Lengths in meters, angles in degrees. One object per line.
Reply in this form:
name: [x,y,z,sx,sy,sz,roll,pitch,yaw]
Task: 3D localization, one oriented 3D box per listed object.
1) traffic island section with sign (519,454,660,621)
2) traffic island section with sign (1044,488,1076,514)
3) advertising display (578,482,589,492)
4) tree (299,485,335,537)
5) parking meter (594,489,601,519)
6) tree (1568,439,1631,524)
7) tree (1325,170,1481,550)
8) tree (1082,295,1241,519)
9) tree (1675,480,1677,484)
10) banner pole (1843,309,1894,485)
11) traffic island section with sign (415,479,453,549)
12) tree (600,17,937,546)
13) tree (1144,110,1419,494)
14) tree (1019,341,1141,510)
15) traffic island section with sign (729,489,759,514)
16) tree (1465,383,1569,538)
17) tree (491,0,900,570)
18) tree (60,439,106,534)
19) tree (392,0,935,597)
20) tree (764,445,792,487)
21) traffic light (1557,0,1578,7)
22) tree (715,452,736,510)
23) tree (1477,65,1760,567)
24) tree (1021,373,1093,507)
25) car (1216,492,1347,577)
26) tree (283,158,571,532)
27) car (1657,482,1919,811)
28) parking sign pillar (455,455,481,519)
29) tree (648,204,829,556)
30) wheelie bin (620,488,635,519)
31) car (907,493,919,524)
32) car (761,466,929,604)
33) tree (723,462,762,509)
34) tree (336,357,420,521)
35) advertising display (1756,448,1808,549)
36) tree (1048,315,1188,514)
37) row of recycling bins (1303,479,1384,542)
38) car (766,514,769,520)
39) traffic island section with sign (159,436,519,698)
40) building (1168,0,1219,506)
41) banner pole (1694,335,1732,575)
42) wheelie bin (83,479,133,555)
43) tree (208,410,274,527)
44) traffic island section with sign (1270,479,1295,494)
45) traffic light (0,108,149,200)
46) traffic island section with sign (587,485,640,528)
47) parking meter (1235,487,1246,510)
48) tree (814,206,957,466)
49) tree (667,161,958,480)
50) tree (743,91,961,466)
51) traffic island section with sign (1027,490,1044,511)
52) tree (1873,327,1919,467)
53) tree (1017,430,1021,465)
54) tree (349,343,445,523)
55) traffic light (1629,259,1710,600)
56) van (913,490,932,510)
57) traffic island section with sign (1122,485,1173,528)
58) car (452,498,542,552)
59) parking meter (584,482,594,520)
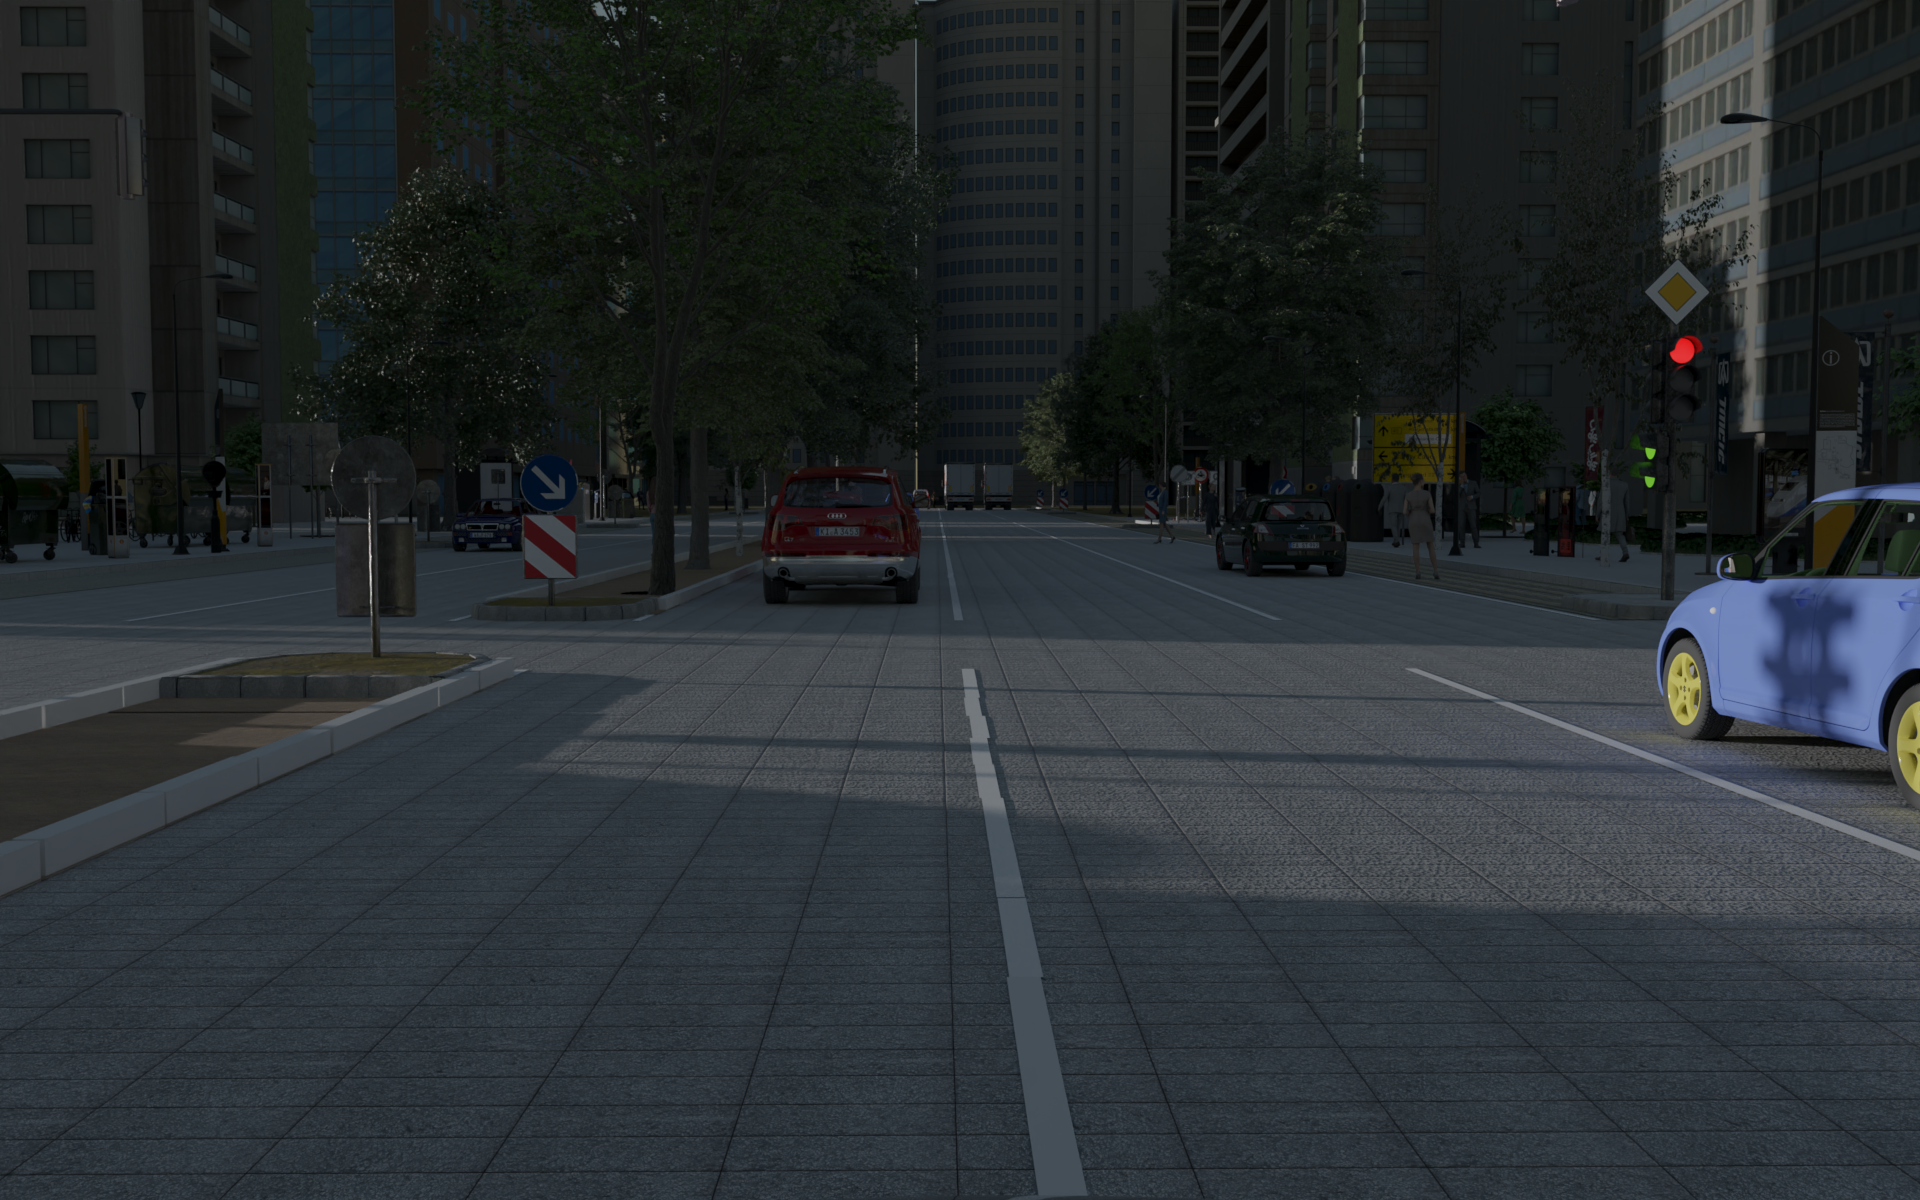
traffic island section with sign: [-4.692,-0.752,20.430,2.006,1.907,1.989,0,4,-1]
traffic island section with sign: [7.187,-6.977,122.696,1.989,1.847,2.006,0,4,-1]
advertising display: [-19.692,-5.192,90.105,0.974,1.923,0.123,2,4,23]
tree: [-19.233,-3.492,51.688,1.663,3.219,1.824,0,3,0]
parking meter: [-19.026,-5.055,91.061,0.372,1.533,0.369,0,3,0]
tree: [19.378,-3.573,53.024,1.663,3.219,1.824,0,3,0]
tree: [10.836,-5.460,39.633,4.360,8.622,3.978,0,3,0]
tree: [10.295,-9.982,88.956,9.928,11.665,9.643,0,3,0]
tree: [37.054,-5.974,92.283,1.663,3.219,1.824,0,3,0]
banner pole: [12.321,-2.051,23.554,0.863,3.779,0.401,1,4,9]
traffic island section with sign: [-14.288,-2.297,46.179,1.989,1.847,2.006,0,4,-1]
tree: [-5.090,-8.424,46.852,9.857,13.997,8.962,0,3,0]
tree: [10.818,-9.337,59.314,9.857,13.997,8.962,0,3,0]
tree: [9.886,-13.806,136.090,12.009,13.543,11.850,0,3,0]
traffic island section with sign: [-15.336,-7.009,123.231,1.989,1.847,2.006,0,4,-1]
tree: [16.099,-4.109,50.892,4.285,4.588,4.351,0,3,0]
tree: [-5.049,-6.866,32.837,7.486,12.596,7.792,0,3,0]
tree: [-28.366,-3.735,55.662,1.663,3.219,1.824,0,3,0]
tree: [-4.103,-5.864,24.087,9.928,11.665,9.643,0,3,0]
tree: [-18.818,-13.416,169.714,4.360,8.622,3.978,0,3,0]
traffic light: [6.557,-2.325,12.683,4.771,5.953,1.251,0,4,-1]
tree: [-18.569,-11.744,142.379,4.360,8.622,3.978,0,3,0]
tree: [11.343,-4.873,30.039,4.360,8.622,3.978,0,3,0]
tree: [10.115,-14.853,160.968,7.486,12.596,7.792,0,3,0]
car: [5.775,-1.325,31.455,2.009,1.686,4.222,0,4,-2]
tree: [-17.592,-8.699,59.243,9.611,12.733,9.660,0,3,0]
car: [5.096,0.034,9.043,1.945,1.707,3.694,0,4,-2]
parking sign pillar: [-19.413,-4.841,67.622,1.447,3.967,1.447,-3,5,-42]
tree: [-5.002,-5.281,39.158,4.737,8.622,4.395,0,3,0]
wheelie bin: [-17.445,-5.068,90.763,0.693,1.594,0.980,-2,4,-28]
car: [-2.820,-4.461,82.524,1.945,1.707,3.694,0,4,0]
car: [-1.570,-0.947,24.151,2.281,1.827,5.304,0,4,-1]
tree: [-18.484,-10.009,147.355,4.285,4.588,4.351,0,3,0]
tree: [-26.995,-7.984,80.906,4.737,8.622,4.395,0,3,0]
advertising display: [11.657,-1.176,24.434,0.974,1.923,0.123,-1,4,-20]
tree: [10.143,-11.873,111.134,9.611,12.733,9.660,0,3,0]
row of recycling bins: [10.545,-2.481,47.675,1.069,1.692,3.534,-1,4,-17]
car: [-2.286,-1.254,29.549,2.155,1.783,4.494,0,4,0]
traffic island section with sign: [-4.600,-0.299,13.024,2.006,1.907,1.989,0,4,-1]
building: [34.266,-46.558,199.473,20.611,71.187,20.563,0,4,-1]
banner pole: [11.891,-2.274,27.197,0.401,3.779,0.863,0,4,1]
wheelie bin: [-17.905,-1.749,36.500,0.693,1.594,0.980,3,5,43]
tree: [-27.657,-5.152,67.945,4.285,4.588,4.351,0,3,0]
traffic island section with sign: [8.249,-2.266,45.677,1.989,1.847,2.006,0,4,-1]
traffic light: [-12.130,-2.808,20.573,4.771,5.953,1.251,0,4,-1]
traffic island section with sign: [-14.659,-3.963,73.418,1.989,1.847,2.006,0,4,-1]
parking meter: [9.984,-3.257,61.660,0.372,1.533,0.369,0,3,0]
tree: [-5.178,-9.469,67.642,12.009,13.543,11.850,0,3,0]
tree: [-4.859,-8.398,56.768,9.611,12.733,9.660,0,3,0]
tree: [-6.729,-13.545,79.806,12.611,20.169,13.585,0,3,0]
traffic island section with sign: [6.808,-8.669,150.359,1.989,1.847,2.006,0,4,-1]
tree: [14.619,-2.457,23.893,4.285,4.588,4.351,0,3,0]
tree: [9.302,-15.446,170.666,7.486,12.596,7.792,0,3,0]
tree: [-23.477,-7.477,72.606,4.360,8.622,3.978,0,3,0]
traffic light: [8.538,-1.952,20.837,0.839,4.253,0.868,0,4,-1]
van: [-3.609,-9.400,160.696,2.013,2.044,4.112,0,4,0]
traffic island section with sign: [7.878,-3.934,72.943,1.989,1.847,2.006,0,4,-1]
car: [-11.799,-1.946,44.405,1.945,1.354,3.894,0,4,-2]
parking meter: [-18.609,-4.965,86.886,0.399,1.863,0.255,2,4,27]
